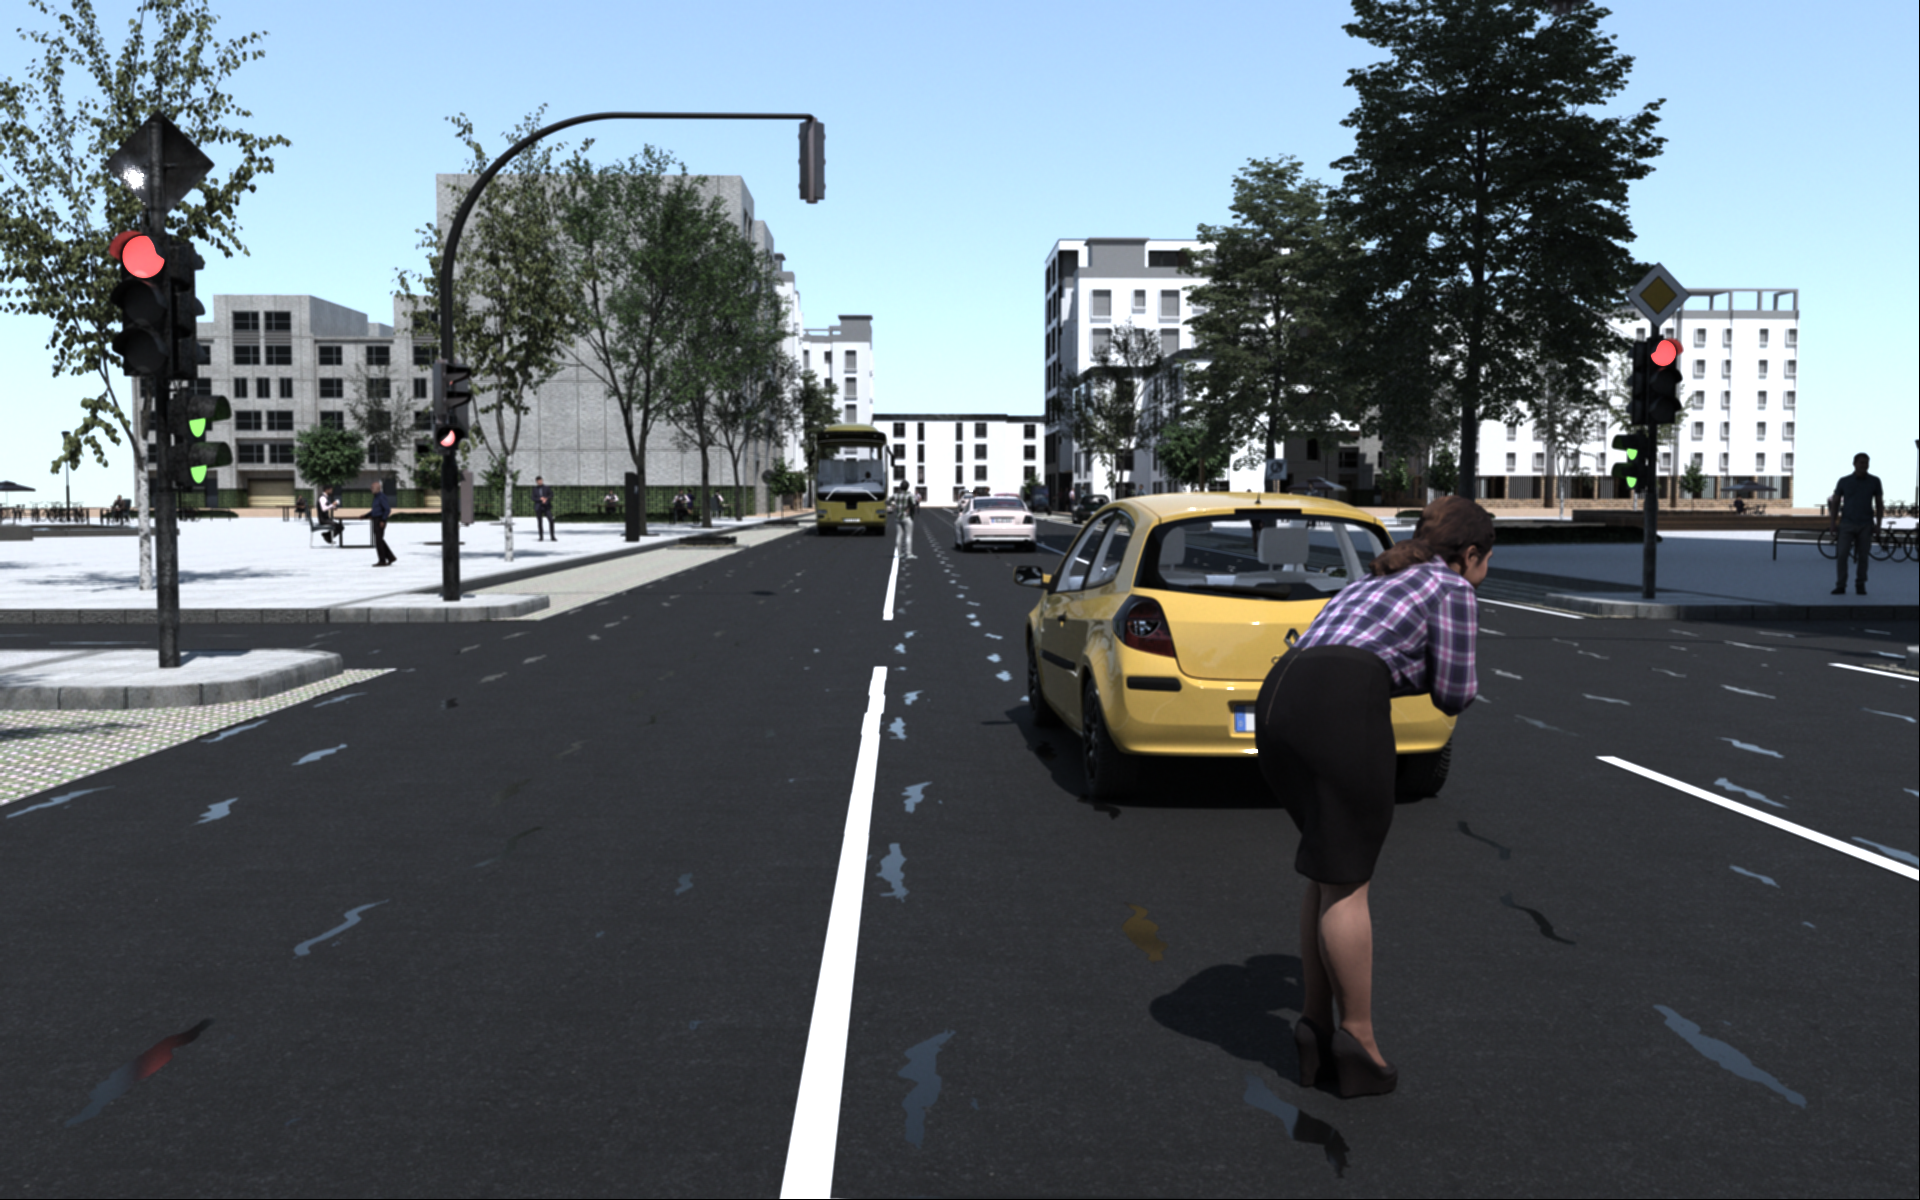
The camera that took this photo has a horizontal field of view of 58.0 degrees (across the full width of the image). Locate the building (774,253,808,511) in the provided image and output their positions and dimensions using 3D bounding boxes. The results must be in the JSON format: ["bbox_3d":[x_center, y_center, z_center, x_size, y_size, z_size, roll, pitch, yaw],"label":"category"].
[{"bbox_3d":[-20.355,-16.950,133.557,16.016,20.091,11.380,0,4,-2],"label":"building"}]

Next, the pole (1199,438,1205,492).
[{"bbox_3d":[8.796,-4.229,62.982,0.158,3.312,0.155,0,3,0],"label":"pole"}]

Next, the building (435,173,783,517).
[{"bbox_3d":[-20.971,-15.005,111.796,16.747,18.905,31.486,0,4,-2],"label":"building"}]

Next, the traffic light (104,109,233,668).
[{"bbox_3d":[-5.837,-1.455,12.713,0.839,4.253,0.868,0,4,-2],"label":"traffic light"}]

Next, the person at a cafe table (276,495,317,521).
[{"bbox_3d":[-31.342,-4.358,82.113,1.698,1.238,1.726,-1,4,-9],"label":"person at a cafe table"}]

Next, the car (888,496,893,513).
[{"bbox_3d":[-5.976,-7.168,129.565,2.083,1.381,4.827,0,4,-1],"label":"car"}]

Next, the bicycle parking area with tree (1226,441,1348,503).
[{"bbox_3d":[16.992,-6.476,92.885,8.231,4.147,9.016,1,4,19],"label":"bicycle parking area with tree"}]

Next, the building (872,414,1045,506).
[{"bbox_3d":[4.742,-14.905,185.836,28.070,9.664,9.099,0,4,-2],"label":"building"}]

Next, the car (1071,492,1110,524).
[{"bbox_3d":[6.318,-4.448,82.507,2.009,1.686,4.222,0,4,-1],"label":"car"}]

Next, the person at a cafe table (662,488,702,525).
[{"bbox_3d":[-11.811,-3.988,73.713,1.698,1.524,1.622,-1,4,-21],"label":"person at a cafe table"}]

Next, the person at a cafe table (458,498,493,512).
[{"bbox_3d":[-25.453,-4.827,89.788,1.698,1.238,1.726,2,4,24],"label":"person at a cafe table"}]

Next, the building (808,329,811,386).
[{"bbox_3d":[-21.132,-17.700,145.810,16.016,20.091,11.380,0,4,-2],"label":"building"}]

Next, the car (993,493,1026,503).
[{"bbox_3d":[2.441,-5.073,91.978,2.155,1.783,4.494,0,4,-1],"label":"car"}]

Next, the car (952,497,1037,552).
[{"bbox_3d":[0.874,-1.942,44.112,2.083,1.381,4.827,0,4,-4],"label":"car"}]

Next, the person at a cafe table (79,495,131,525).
[{"bbox_3d":[-35.074,-3.715,71.599,1.698,1.238,1.726,1,4,19],"label":"person at a cafe table"}]

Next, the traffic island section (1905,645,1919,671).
[{"bbox_3d":[8.737,0.549,13.301,2.009,0.180,2.903,0,4,-2],"label":"traffic island section"}]

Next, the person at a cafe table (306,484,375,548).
[{"bbox_3d":[-14.782,-2.015,41.455,1.622,1.524,1.698,-1,4,-21],"label":"person at a cafe table"}]

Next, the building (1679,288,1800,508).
[{"bbox_3d":[70.657,-18.915,165.683,11.380,20.091,16.016,0,4,-2],"label":"building"}]

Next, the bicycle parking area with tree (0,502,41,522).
[{"bbox_3d":[-48.470,-5.589,78.382,8.231,4.147,9.016,0,4,5],"label":"bicycle parking area with tree"}]

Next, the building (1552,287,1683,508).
[{"bbox_3d":[59.197,-18.876,165.034,11.380,20.091,16.016,0,4,-2],"label":"building"}]

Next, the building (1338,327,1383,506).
[{"bbox_3d":[34.917,-19.786,189.956,31.486,18.905,16.747,0,4,-2],"label":"building"}]

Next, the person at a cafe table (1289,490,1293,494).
[{"bbox_3d":[15.062,-4.261,78.175,1.698,1.524,1.622,2,4,32],"label":"person at a cafe table"}]

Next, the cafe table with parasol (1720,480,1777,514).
[{"bbox_3d":[39.654,-5.032,87.135,2.610,1.966,2.610,-3,5,-41],"label":"cafe table with parasol"}]

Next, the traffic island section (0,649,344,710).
[{"bbox_3d":[-5.877,0.577,12.846,2.009,0.180,2.903,0,4,-2],"label":"traffic island section"}]

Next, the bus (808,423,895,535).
[{"bbox_3d":[-4.005,-4.422,63.851,2.896,3.916,12.252,0,4,-4],"label":"bus"}]

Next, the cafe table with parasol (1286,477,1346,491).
[{"bbox_3d":[14.064,-3.886,68.396,2.610,1.966,2.610,0,4,-6],"label":"cafe table with parasol"}]

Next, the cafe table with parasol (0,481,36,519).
[{"bbox_3d":[-48.937,-5.142,88.933,2.610,1.966,2.610,0,4,-8],"label":"cafe table with parasol"}]

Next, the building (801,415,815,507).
[{"bbox_3d":[-28.140,-13.722,166.508,28.070,9.664,9.099,0,4,-2],"label":"building"}]

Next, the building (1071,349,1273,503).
[{"bbox_3d":[13.180,-10.515,114.060,9.099,9.664,28.070,0,4,-2],"label":"building"}]

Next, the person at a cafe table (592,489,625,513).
[{"bbox_3d":[-17.353,-4.736,85.955,1.698,1.524,1.622,0,4,-7],"label":"person at a cafe table"}]

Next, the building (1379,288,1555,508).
[{"bbox_3d":[47.786,-18.897,165.386,11.380,20.091,16.016,0,4,-2],"label":"building"}]

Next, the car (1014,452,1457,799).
[{"bbox_3d":[1.354,0.038,9.610,2.015,1.641,3.980,0,4,-4],"label":"car"}]

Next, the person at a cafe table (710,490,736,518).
[{"bbox_3d":[-12.656,-5.093,91.780,1.698,1.524,1.622,1,4,22],"label":"person at a cafe table"}]

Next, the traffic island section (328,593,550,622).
[{"bbox_3d":[-6.129,0.089,20.827,2.009,0.180,2.903,0,4,-2],"label":"traffic island section"}]

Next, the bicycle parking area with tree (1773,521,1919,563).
[{"bbox_3d":[20.299,-2.758,32.099,8.231,4.147,9.016,-1,4,-12],"label":"bicycle parking area with tree"}]

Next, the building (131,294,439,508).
[{"bbox_3d":[-57.801,-18.080,162.059,31.486,18.905,16.747,0,4,-2],"label":"building"}]

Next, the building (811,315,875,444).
[{"bbox_3d":[-15.100,-20.337,188.937,11.380,20.091,16.016,0,4,-2],"label":"building"}]

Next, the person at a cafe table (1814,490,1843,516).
[{"bbox_3d":[46.273,-5.039,90.901,1.698,1.524,1.622,-1,4,-15],"label":"person at a cafe table"}]

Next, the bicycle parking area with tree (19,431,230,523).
[{"bbox_3d":[-39.218,-5.764,81.239,8.231,4.147,9.016,-3,4,-37],"label":"bicycle parking area with tree"}]

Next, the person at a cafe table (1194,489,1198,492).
[{"bbox_3d":[11.430,-4.738,85.976,1.622,1.524,1.698,-1,4,-19],"label":"person at a cafe table"}]

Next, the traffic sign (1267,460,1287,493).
[{"bbox_3d":[9.205,-2.955,50.443,0.606,2.300,0.079,0,4,1],"label":"traffic sign"}]

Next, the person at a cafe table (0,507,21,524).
[{"bbox_3d":[-40.752,-3.786,72.762,1.726,1.238,1.698,0,4,0],"label":"person at a cafe table"}]

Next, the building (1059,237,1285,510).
[{"bbox_3d":[15.864,-16.948,133.523,16.016,20.091,11.380,0,4,-2],"label":"building"}]

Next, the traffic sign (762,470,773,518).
[{"bbox_3d":[-10.036,-5.555,90.925,0.768,2.556,0.104,0,4,5],"label":"traffic sign"}]

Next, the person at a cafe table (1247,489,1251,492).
[{"bbox_3d":[13.339,-4.483,81.810,1.622,1.524,1.698,1,4,19],"label":"person at a cafe table"}]

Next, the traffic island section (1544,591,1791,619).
[{"bbox_3d":[8.485,0.061,21.282,2.009,0.180,2.903,0,4,-2],"label":"traffic island section"}]

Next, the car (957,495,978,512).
[{"bbox_3d":[0.797,-7.661,137.618,2.083,1.381,4.827,0,4,-4],"label":"car"}]

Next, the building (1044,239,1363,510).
[{"bbox_3d":[21.324,-19.062,155.631,27.936,21.610,32.646,0,4,-2],"label":"building"}]
